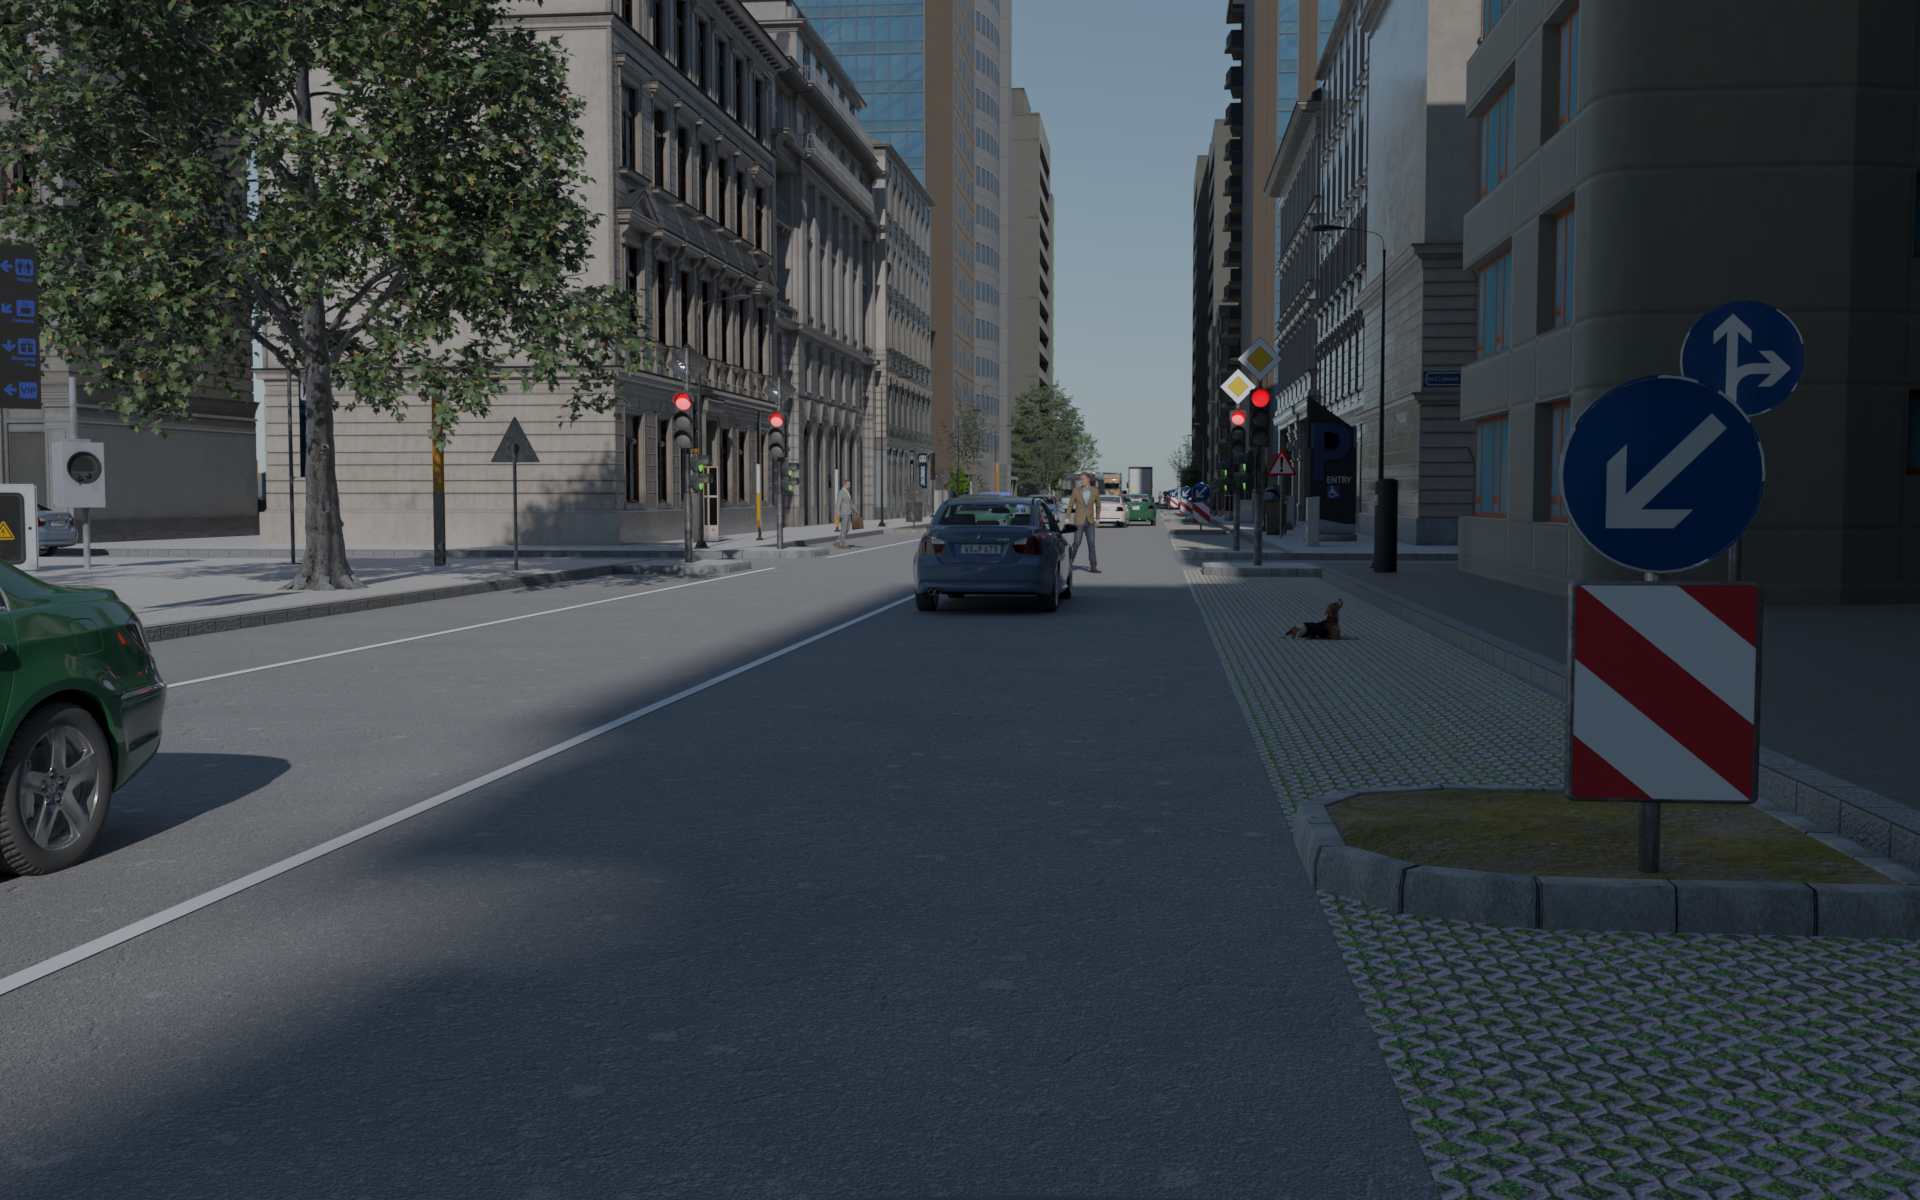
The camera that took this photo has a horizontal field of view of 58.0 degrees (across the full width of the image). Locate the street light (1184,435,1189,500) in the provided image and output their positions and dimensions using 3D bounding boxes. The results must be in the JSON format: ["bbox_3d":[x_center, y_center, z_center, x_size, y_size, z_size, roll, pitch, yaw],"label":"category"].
[{"bbox_3d":[18.399,-9.938,135.035,1.470,5.913,1.316,0,4,6],"label":"street light"}]

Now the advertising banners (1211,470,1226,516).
[{"bbox_3d":[14.907,-6.313,99.411,0.090,3.025,2.074,-1,4,-16],"label":"advertising banners"}]

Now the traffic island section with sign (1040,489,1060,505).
[{"bbox_3d":[6.796,-7.979,139.088,1.989,1.847,2.006,0,4,6],"label":"traffic island section with sign"}]

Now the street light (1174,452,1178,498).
[{"bbox_3d":[24.475,-13.279,189.644,1.470,5.913,1.316,0,4,6],"label":"street light"}]

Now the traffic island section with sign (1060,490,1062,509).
[{"bbox_3d":[9.841,-9.659,166.547,1.989,1.847,2.006,0,4,6],"label":"traffic island section with sign"}]

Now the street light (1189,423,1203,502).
[{"bbox_3d":[15.962,-8.625,113.561,1.470,5.913,1.316,0,4,6],"label":"street light"}]

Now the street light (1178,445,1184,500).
[{"bbox_3d":[21.516,-11.625,162.605,1.470,5.913,1.316,0,4,6],"label":"street light"}]

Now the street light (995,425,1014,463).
[{"bbox_3d":[2.926,-8.793,116.299,1.470,5.913,1.316,0,4,6],"label":"street light"}]

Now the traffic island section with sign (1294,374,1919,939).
[{"bbox_3d":[2.319,0.126,6.567,1.989,1.847,2.006,0,4,6],"label":"traffic island section with sign"}]

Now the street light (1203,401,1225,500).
[{"bbox_3d":[13.030,-6.971,86.518,1.470,5.913,1.316,0,4,6],"label":"street light"}]

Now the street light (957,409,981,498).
[{"bbox_3d":[0.450,-7.476,94.775,1.470,5.913,1.316,0,4,6],"label":"street light"}]

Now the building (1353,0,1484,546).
[{"bbox_3d":[28.744,-13.853,45.587,34.723,24.649,14.460,0,4,6],"label":"building"}]

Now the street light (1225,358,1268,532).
[{"bbox_3d":[9.921,-5.303,59.243,1.470,5.913,1.316,0,4,6],"label":"street light"}]

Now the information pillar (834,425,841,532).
[{"bbox_3d":[-4.167,-4.128,58.852,0.183,3.616,0.504,0,4,3],"label":"information pillar"}]

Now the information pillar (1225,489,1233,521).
[{"bbox_3d":[12.978,-4.836,83.561,0.304,2.012,0.304,3,5,43],"label":"information pillar"}]

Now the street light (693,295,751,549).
[{"bbox_3d":[-5.557,-4.161,40.575,1.470,5.913,1.316,0,4,6],"label":"street light"}]

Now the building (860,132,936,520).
[{"bbox_3d":[-7.278,-15.052,95.247,9.793,20.994,18.267,0,4,6],"label":"building"}]

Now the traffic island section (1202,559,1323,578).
[{"bbox_3d":[5.386,-0.546,31.204,2.009,0.180,2.903,0,4,6],"label":"traffic island section"}]

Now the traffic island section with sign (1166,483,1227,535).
[{"bbox_3d":[8.440,-3.235,61.524,1.989,1.847,2.006,0,4,6],"label":"traffic island section with sign"}]

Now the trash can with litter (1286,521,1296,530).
[{"bbox_3d":[11.435,-3.091,61.933,1.055,1.170,0.624,0,4,-7],"label":"trash can with litter"}]

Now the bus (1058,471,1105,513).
[{"bbox_3d":[9.611,-8.556,134.757,2.948,3.499,13.247,0,4,8],"label":"bus"}]

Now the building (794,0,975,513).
[{"bbox_3d":[-6.551,-28.900,122.632,14.600,45.320,14.200,0,4,6],"label":"building"}]

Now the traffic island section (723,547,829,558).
[{"bbox_3d":[-4.207,-1.102,40.306,2.009,0.180,2.903,0,4,6],"label":"traffic island section"}]

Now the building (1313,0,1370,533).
[{"bbox_3d":[18.506,-13.063,62.730,9.793,20.994,18.267,0,4,6],"label":"building"}]

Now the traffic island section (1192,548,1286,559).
[{"bbox_3d":[6.269,-1.031,39.140,2.009,0.180,2.903,0,4,6],"label":"traffic island section"}]

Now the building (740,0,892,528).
[{"bbox_3d":[-11.276,-14.211,74.154,13.314,21.916,24.055,0,4,6],"label":"building"}]

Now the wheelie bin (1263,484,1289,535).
[{"bbox_3d":[9.857,-2.827,54.128,0.693,1.594,0.980,1,4,23],"label":"wheelie bin"}]

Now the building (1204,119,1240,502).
[{"bbox_3d":[41.515,-36.025,212.706,21.300,48.544,21.600,0,4,6],"label":"building"}]

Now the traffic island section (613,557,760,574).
[{"bbox_3d":[-5.090,-0.617,32.370,2.009,0.180,2.903,0,4,6],"label":"traffic island section"}]

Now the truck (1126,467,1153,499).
[{"bbox_3d":[19.005,-11.860,182.822,2.839,4.237,11.283,0,4,5],"label":"truck"}]

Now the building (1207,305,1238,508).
[{"bbox_3d":[38.964,-19.954,171.288,27.650,21.520,28.899,0,4,6],"label":"building"}]

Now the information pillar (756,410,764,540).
[{"bbox_3d":[-5.555,-3.457,47.882,0.183,3.616,0.504,0,4,-1],"label":"information pillar"}]

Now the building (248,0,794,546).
[{"bbox_3d":[-12.135,-11.459,51.987,10.561,19.102,19.286,0,4,6],"label":"building"}]

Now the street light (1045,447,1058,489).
[{"bbox_3d":[9.004,-12.183,171.730,1.470,5.913,1.316,0,4,6],"label":"street light"}]

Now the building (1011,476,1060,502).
[{"bbox_3d":[-1.463,-34.127,249.864,32.217,40.220,23.993,0,4,6],"label":"building"}]

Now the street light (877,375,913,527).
[{"bbox_3d":[-2.526,-5.822,67.737,1.470,5.913,1.316,0,4,6],"label":"street light"}]

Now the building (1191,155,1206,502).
[{"bbox_3d":[42.421,-37.345,234.298,21.300,48.544,21.600,0,4,6],"label":"building"}]

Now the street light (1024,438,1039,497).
[{"bbox_3d":[5.906,-10.519,144.529,1.470,5.913,1.316,0,4,6],"label":"street light"}]

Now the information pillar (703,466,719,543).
[{"bbox_3d":[-6.596,-2.531,45.877,0.304,2.012,0.304,-2,4,-32],"label":"information pillar"}]

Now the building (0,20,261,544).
[{"bbox_3d":[-31.135,-12.259,49.585,18.267,20.994,9.793,0,4,6],"label":"building"}]

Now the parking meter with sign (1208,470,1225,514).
[{"bbox_3d":[16.581,-7.057,111.643,0.543,3.016,1.738,-2,4,-24],"label":"parking meter with sign"}]

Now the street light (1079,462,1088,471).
[{"bbox_3d":[17.998,-17.164,253.174,1.470,5.913,1.316,0,4,6],"label":"street light"}]

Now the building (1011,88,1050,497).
[{"bbox_3d":[-0.300,-35.959,211.623,21.300,48.544,21.600,0,4,6],"label":"building"}]

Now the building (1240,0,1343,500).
[{"bbox_3d":[27.053,-28.788,120.791,14.600,45.320,14.200,0,4,6],"label":"building"}]

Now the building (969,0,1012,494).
[{"bbox_3d":[-7.313,-36.820,144.010,21.231,58.520,28.212,0,4,6],"label":"building"}]

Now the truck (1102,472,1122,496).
[{"bbox_3d":[19.871,-14.568,227.103,2.839,4.237,11.283,0,4,7],"label":"truck"}]

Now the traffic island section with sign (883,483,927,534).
[{"bbox_3d":[-1.669,-3.327,63.022,1.989,1.847,2.006,0,4,6],"label":"traffic island section with sign"}]

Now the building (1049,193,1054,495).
[{"bbox_3d":[5.032,-33.386,229.454,14.154,41.232,14.086,0,4,6],"label":"building"}]

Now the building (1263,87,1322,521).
[{"bbox_3d":[21.499,-14.750,92.071,10.553,20.767,40.483,0,4,6],"label":"building"}]

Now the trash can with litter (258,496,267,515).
[{"bbox_3d":[-22.764,-2.849,57.639,1.678,1.210,2.233,1,4,21],"label":"trash can with litter"}]

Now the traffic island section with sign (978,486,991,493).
[{"bbox_3d":[1.302,-4.965,89.814,1.989,1.847,2.006,0,4,6],"label":"traffic island section with sign"}]

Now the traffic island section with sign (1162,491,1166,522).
[{"bbox_3d":[11.467,-4.899,88.726,1.989,1.847,2.006,0,4,6],"label":"traffic island section with sign"}]

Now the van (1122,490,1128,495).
[{"bbox_3d":[24.757,-15.956,265.262,2.240,2.365,5.245,0,4,7],"label":"van"}]

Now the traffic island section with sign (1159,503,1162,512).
[{"bbox_3d":[16.897,-7.885,137.544,1.989,1.847,2.006,0,4,6],"label":"traffic island section with sign"}]

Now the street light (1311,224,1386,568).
[{"bbox_3d":[6.735,-3.508,29.898,1.470,5.913,1.316,0,4,6],"label":"street light"}]

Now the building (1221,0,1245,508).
[{"bbox_3d":[32.900,-29.796,141.785,22.147,44.769,28.867,0,4,6],"label":"building"}]
